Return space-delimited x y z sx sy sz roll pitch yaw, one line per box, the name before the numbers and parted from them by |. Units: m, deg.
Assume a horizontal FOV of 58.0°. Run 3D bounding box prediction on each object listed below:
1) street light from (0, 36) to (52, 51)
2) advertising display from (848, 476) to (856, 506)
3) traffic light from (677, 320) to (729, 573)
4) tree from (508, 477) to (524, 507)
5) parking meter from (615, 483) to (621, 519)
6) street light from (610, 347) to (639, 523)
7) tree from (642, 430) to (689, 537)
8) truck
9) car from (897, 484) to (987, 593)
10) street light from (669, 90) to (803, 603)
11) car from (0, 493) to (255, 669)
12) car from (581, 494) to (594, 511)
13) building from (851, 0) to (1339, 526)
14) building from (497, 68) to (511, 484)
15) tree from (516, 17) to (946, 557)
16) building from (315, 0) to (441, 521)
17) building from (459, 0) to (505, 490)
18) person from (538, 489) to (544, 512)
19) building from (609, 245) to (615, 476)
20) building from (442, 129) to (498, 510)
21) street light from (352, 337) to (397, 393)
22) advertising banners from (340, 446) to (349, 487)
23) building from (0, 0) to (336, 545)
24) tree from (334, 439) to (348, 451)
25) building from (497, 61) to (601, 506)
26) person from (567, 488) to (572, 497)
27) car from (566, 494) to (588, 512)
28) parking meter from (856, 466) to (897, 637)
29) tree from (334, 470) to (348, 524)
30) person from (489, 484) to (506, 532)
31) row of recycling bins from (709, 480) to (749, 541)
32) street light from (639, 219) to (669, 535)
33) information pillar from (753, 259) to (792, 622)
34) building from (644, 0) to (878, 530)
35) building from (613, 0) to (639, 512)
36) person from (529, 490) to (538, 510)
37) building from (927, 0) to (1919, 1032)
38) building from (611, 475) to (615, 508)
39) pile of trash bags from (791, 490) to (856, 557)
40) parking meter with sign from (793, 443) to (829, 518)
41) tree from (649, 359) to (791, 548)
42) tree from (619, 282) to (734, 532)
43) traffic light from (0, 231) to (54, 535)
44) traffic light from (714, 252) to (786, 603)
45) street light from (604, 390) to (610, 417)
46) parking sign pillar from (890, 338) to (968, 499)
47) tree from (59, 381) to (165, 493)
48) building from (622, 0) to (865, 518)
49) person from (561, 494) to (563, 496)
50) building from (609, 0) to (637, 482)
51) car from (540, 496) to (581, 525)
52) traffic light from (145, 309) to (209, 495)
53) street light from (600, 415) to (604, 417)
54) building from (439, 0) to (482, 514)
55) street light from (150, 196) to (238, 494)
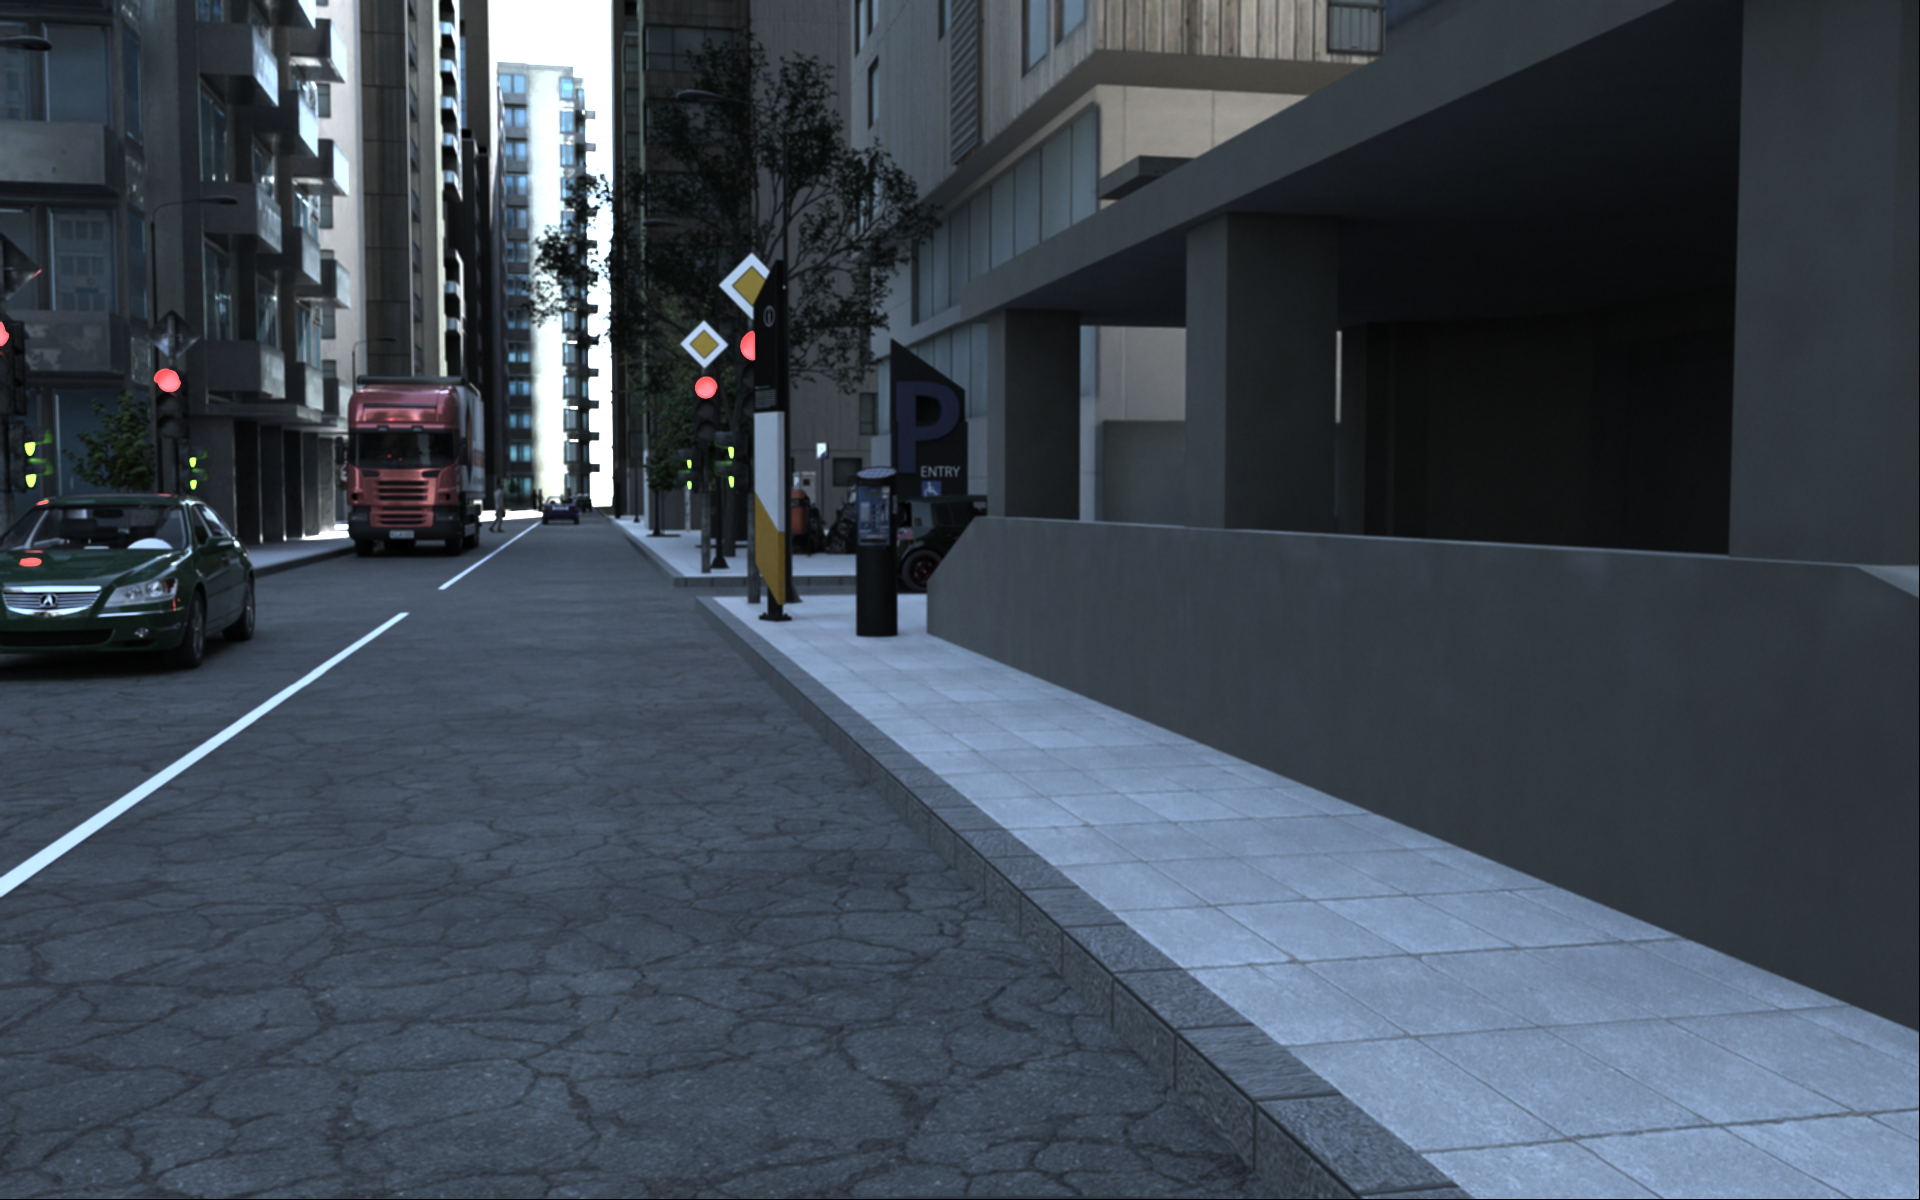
street light | -9.923 -2.759 17.645 1.470 5.913 1.316 -1 4 -12
advertising display | -3.704 -3.425 61.212 0.123 1.923 0.974 -2 4 -30
traffic light | -4.148 -2.393 28.052 0.839 4.253 0.868 -1 4 -12
tree | -45.306 -11.058 175.398 1.663 3.219 1.824 0 3 0
parking meter | -17.960 -5.206 90.830 0.255 1.863 0.399 -1 4 -17
street light | -9.970 -4.966 53.733 1.470 5.913 1.316 -1 4 -12
tree | -8.975 -3.519 52.130 1.663 3.219 1.824 0 3 0
truck | -13.499 -3.333 43.412 2.839 4.237 11.283 -1 4 -12
car | 0.662 -0.993 26.019 4.222 1.686 2.009 -1 4 -12
street light | -2.570 -2.916 20.211 1.470 5.913 1.316 -1 4 -12
car | -7.525 -0.226 15.496 2.131 1.459 4.920 -1 4 -14
car | -31.503 -8.086 143.996 2.131 1.459 4.920 -1 4 -12
building | 12.064 -27.783 43.493 27.495 52.752 28.713 -1 4 -12
building | -50.295 -29.427 164.727 14.086 41.232 14.154 -1 4 -12
tree | -4.705 -6.139 34.783 8.767 10.594 7.601 -1 4 -9
building | -33.326 -24.572 85.354 14.154 41.232 14.086 -1 4 -12
building | -47.151 -30.536 149.375 14.600 45.320 14.200 -1 4 -12
person | -33.688 -7.992 139.153 0.705 1.826 1.348 0 4 3
building | -31.642 -25.716 192.161 14.107 30.474 14.160 -1 4 -12
building | -44.074 -22.268 135.779 14.160 30.474 14.107 -1 4 -12
street light | -17.351 -4.818 51.322 1.470 5.913 1.316 -1 4 -12
advertising banners | -22.136 -4.150 64.040 0.090 3.025 2.074 2 4 34
building | -28.185 -25.888 42.881 23.786 49.044 30.456 -1 4 -12
tree | -22.664 -5.110 67.264 4.285 4.588 4.351 0 3 0
building | -55.354 -34.922 190.587 30.456 49.044 23.786 -1 4 -12
person | -24.269 -6.045 107.436 0.705 1.812 1.348 -1 4 -20
car | -30.352 -7.608 136.185 2.131 1.459 4.920 -1 4 -12
parking meter | -0.754 -0.445 15.684 0.372 1.533 0.369 0 3 0
tree | -26.238 -4.905 74.806 1.663 3.219 1.824 0 3 0
person | -17.385 -3.475 65.433 0.709 1.813 0.853 3 4 39
row of recycling bins | -6.392 -2.556 48.901 1.069 1.692 3.534 -1 4 -18
street light | -4.679 -3.488 29.568 1.470 5.913 1.316 -1 4 -12
information pillar | -1.926 -1.603 17.558 0.183 3.616 0.504 -3 4 -36
building | -5.608 -18.155 68.531 14.160 30.474 14.107 -1 4 -12
building | -15.372 -42.190 128.062 20.563 71.187 20.611 -1 4 -12
person | -37.727 -8.868 153.454 1.348 1.831 0.705 3 5 44
building | 16.913 -19.543 11.405 32.217 40.220 23.993 -1 4 -12
building | -17.319 -29.059 166.996 32.217 40.220 23.993 -1 4 -12
pile of trash bags | -3.015 -1.667 37.004 1.912 1.369 3.447 1 4 13
parking meter with sign | -5.283 -3.808 58.520 1.738 3.016 0.543 -3 5 -43
tree | -5.743 -3.547 41.703 4.285 4.588 4.351 0 3 0
tree | -9.205 -6.577 57.897 4.737 8.622 4.395 0 3 0
traffic light | -10.215 -1.812 18.540 0.839 4.253 0.868 -1 4 -12
traffic light | -2.441 -1.916 20.251 0.839 4.253 0.868 -1 4 -12
street light | -15.058 -6.424 77.567 1.470 5.913 1.316 -1 4 -12
parking sign pillar | -0.536 -2.546 30.093 1.447 3.967 1.447 -1 4 -10
tree | -14.044 -2.128 29.396 1.663 3.219 1.824 0 3 0
building | -14.386 -20.743 110.849 14.160 30.474 14.107 -1 4 -12
person | -35.391 -8.692 153.871 0.557 1.426 1.065 -1 4 -14
building | -22.132 -30.327 145.959 14.600 45.320 14.200 -1 4 -12
car | -19.090 -4.295 82.810 1.945 1.354 3.894 -1 4 -13
traffic light | -11.922 -2.289 26.341 0.839 4.253 0.868 -1 4 -12
street light | -20.364 -7.884 101.437 1.470 5.913 1.316 -1 4 -12
building | -42.519 -48.805 110.641 22.319 86.520 31.000 -1 4 -12
street light | -11.954 -3.333 27.038 1.470 5.913 1.316 -1 4 -12
